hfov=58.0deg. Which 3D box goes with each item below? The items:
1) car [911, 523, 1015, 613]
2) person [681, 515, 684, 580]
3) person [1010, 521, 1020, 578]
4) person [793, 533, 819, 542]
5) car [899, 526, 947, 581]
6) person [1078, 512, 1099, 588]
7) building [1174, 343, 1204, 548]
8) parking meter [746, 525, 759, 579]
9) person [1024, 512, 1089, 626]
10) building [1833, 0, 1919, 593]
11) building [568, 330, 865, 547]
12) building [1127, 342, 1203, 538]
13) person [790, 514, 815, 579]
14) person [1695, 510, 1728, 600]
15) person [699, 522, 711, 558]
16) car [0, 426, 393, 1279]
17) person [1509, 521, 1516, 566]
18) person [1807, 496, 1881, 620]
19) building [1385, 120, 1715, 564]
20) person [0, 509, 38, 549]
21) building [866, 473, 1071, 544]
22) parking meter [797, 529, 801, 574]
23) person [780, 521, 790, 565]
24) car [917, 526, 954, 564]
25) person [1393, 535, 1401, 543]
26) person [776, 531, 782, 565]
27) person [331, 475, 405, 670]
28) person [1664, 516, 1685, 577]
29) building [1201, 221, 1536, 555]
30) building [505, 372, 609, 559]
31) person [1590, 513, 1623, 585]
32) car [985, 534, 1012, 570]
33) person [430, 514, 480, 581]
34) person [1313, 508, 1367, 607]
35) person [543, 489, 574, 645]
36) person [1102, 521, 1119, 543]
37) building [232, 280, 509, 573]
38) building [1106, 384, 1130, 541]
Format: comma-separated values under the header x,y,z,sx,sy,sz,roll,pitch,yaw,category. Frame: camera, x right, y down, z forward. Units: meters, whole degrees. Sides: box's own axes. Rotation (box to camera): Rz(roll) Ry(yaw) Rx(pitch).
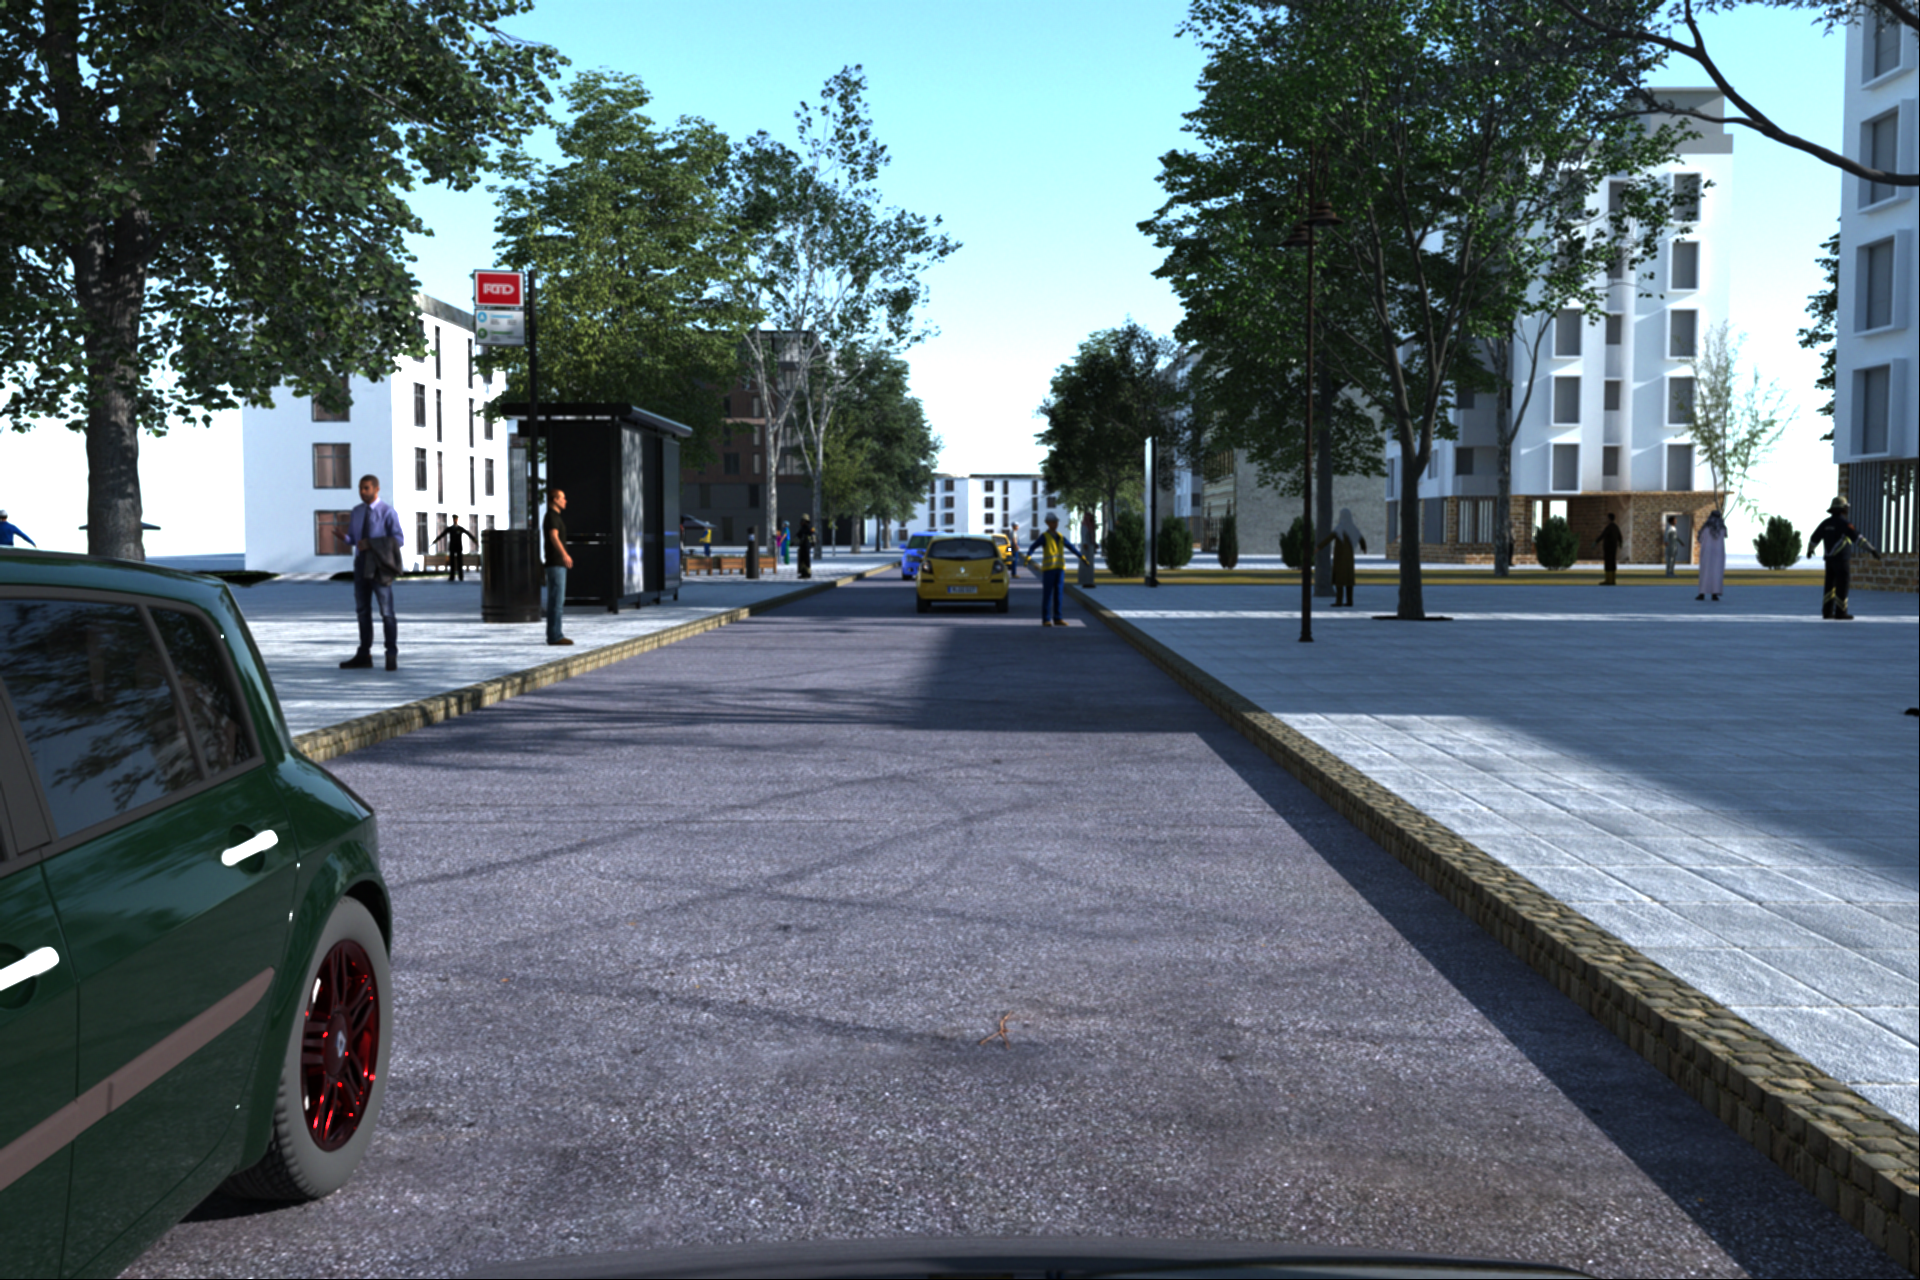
x,y,z,sx,sy,sz,roll,pitch,yaw,category
0.057,-1.390,32.946,2.015,1.641,3.980,0,4,0,car
-7.818,-2.554,47.908,0.704,1.843,1.345,0,4,-6,person
1.818,-2.963,56.762,0.705,1.847,1.347,0,4,1,person
-7.094,-4.473,79.316,1.347,1.806,0.705,-2,4,-35,person
-0.935,-2.749,54.540,1.945,1.707,3.694,0,4,1,car
3.065,-2.145,41.223,0.704,1.811,1.347,1,4,17,person
26.476,-19.264,171.380,16.016,20.090,11.380,0,4,1,building
-5.913,-2.503,49.330,0.372,1.533,0.369,0,3,0,parking meter
1.492,-1.105,26.983,1.216,1.772,0.721,-2,4,-32,person
25.676,-11.131,38.417,16.016,20.090,11.380,0,4,1,building
-25.245,-21.162,189.967,27.936,21.610,32.646,0,3,0,building
28.117,-21.749,186.525,19.493,23.208,18.063,0,4,1,building
-4.479,-2.695,49.837,0.705,1.856,1.354,-2,4,-34,person
14.609,-1.645,33.606,0.551,1.740,0.621,0,4,-1,person
-11.539,-4.453,78.778,0.705,1.833,1.349,1,4,10,person
-2.210,0.451,2.407,2.009,1.686,4.222,0,4,1,car
21.939,-3.836,68.848,0.705,1.813,1.348,1,4,15,person
13.221,-1.235,26.054,0.704,1.845,1.351,-1,4,-18,person
26.506,-14.020,85.649,16.016,20.090,11.380,0,4,1,building
-21.449,-2.019,38.886,1.347,1.842,0.705,-2,4,-25,person
1.305,-17.941,237.944,28.070,9.664,9.099,0,4,0,building
-5.085,-2.919,56.140,0.372,1.533,0.369,0,3,0,parking meter
-7.186,-3.979,71.186,0.704,1.817,1.347,0,4,4,person
-0.145,-2.132,45.080,2.015,1.641,3.980,0,4,1,car
17.331,-3.708,67.421,1.217,1.733,0.721,-2,4,-30,person
-7.654,-3.864,72.446,0.991,1.433,0.599,3,5,43,person
-5.605,-0.636,16.304,0.709,1.838,0.599,1,4,17,person
21.249,-2.781,51.653,0.705,1.806,1.347,3,5,43,person
26.544,-17.420,115.738,19.493,23.208,18.063,0,4,1,building
-24.869,-9.894,103.919,9.099,9.664,28.070,0,4,1,building
16.368,-2.296,43.682,1.346,1.812,0.704,-3,4,-38,person
1.298,-3.656,69.998,2.015,1.641,3.980,0,4,1,car
-13.826,-2.541,47.473,1.347,1.837,0.705,0,4,-4,person
6.748,-1.462,30.679,1.217,1.736,0.721,-2,4,-30,person
-4.653,-0.847,20.073,0.705,1.803,1.348,-1,4,-16,person
5.696,-3.440,62.516,1.348,1.796,0.705,3,5,44,person
-23.101,-7.904,71.370,9.099,9.664,28.070,0,4,0,building
26.864,-21.114,211.666,16.747,18.905,31.486,0,4,1,building
